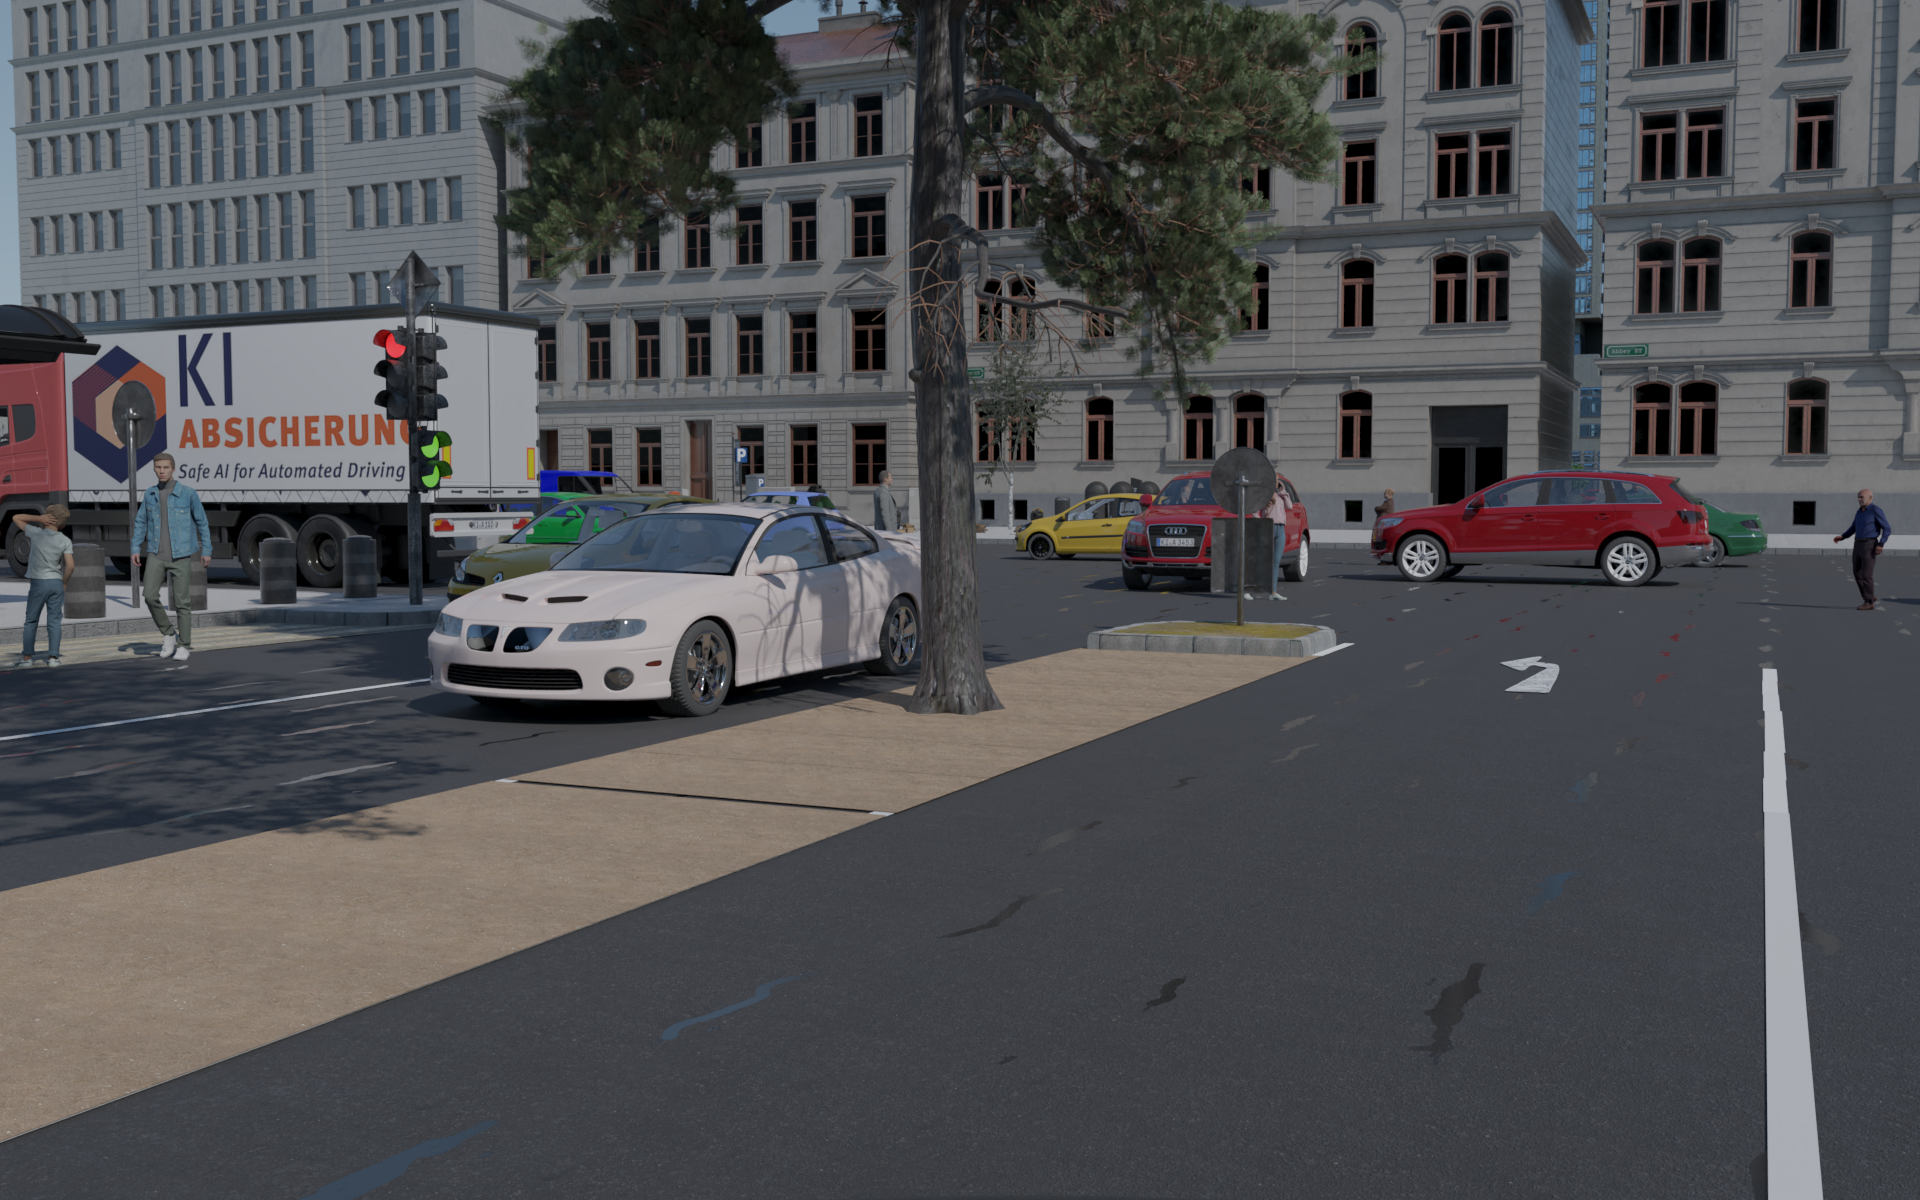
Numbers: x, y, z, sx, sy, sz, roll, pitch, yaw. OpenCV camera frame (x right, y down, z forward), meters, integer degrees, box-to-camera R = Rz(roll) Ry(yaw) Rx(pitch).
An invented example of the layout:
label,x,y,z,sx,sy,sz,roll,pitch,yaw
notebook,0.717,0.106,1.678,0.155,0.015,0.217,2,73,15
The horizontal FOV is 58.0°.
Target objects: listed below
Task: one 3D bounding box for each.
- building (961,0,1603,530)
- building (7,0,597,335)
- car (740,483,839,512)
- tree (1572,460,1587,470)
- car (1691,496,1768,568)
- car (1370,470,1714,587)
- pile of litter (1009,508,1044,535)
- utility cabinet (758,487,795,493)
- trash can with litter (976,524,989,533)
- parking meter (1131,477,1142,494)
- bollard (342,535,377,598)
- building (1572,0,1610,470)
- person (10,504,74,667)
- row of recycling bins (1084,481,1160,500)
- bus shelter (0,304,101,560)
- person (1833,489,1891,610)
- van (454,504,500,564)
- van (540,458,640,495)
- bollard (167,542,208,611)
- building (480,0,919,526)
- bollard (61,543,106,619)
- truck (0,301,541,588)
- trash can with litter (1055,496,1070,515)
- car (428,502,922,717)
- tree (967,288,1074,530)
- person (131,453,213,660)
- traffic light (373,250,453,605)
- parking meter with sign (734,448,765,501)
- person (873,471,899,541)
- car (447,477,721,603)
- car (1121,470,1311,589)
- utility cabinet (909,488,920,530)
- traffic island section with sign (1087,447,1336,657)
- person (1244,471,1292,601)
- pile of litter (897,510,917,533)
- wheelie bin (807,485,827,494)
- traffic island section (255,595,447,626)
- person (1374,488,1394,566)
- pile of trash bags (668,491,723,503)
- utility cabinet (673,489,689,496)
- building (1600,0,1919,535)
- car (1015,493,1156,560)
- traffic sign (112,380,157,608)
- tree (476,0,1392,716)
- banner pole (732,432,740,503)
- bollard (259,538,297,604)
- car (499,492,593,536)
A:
label,x,y,z,sx,sy,sz,roll,pitch,yaw
building,12.226,-17.200,68.609,23.554,28.519,14.401,2,4,25
building,-32.205,-18.911,86.686,29.804,29.767,11.434,2,4,25
car,-4.665,-1.994,42.188,3.694,1.707,1.945,1,4,23
tree,57.949,-11.031,164.075,4.285,4.588,4.351,0,3,0
car,13.633,-1.420,35.012,4.920,1.459,2.131,2,4,25
car,9.374,-1.193,28.174,5.304,1.827,2.281,2,4,27
pile of litter,2.225,-2.515,55.085,1.719,0.858,1.176,-3,4,-36
utility cabinet,-5.805,-2.822,54.818,1.173,1.500,0.318,2,4,25
trash can with litter,0.427,-2.815,57.411,1.055,1.170,0.624,1,4,20
parking meter,6.206,-3.371,60.820,0.399,1.863,0.255,1,4,23
bollard,-7.445,-0.414,21.482,0.404,0.777,0.398,0,3,0
building,69.323,-55.514,220.320,31.000,86.520,22.319,2,4,25
person,-7.619,-0.120,14.367,0.340,1.345,0.435,3,5,43
row of recycling bins,5.664,-2.967,55.628,3.534,1.692,1.069,2,4,24
bus shelter,-11.205,-1.374,16.396,2.014,3.302,5.546,2,4,25
person,11.160,-0.631,21.503,0.600,1.496,0.574,1,4,12
van,-10.223,-1.464,30.955,4.112,2.044,2.013,2,4,23
van,-10.184,-2.435,44.196,5.245,2.365,2.240,2,4,26
bollard,-8.535,-0.270,19.128,0.404,0.777,0.398,0,3,0
building,-8.840,-14.698,76.475,21.152,22.565,11.583,2,4,25
bollard,-9.082,-0.198,17.952,0.404,0.777,0.398,0,3,0
truck,-12.162,-2.429,28.621,11.283,4.237,2.839,2,4,26
trash can with litter,3.121,-2.904,58.533,2.233,1.210,1.678,1,4,22
car,-1.838,-0.030,12.857,2.083,1.381,4.827,2,4,25
tree,1.924,-6.860,62.524,4.360,8.622,3.978,0,3,0
person,-6.818,-0.376,14.986,0.601,1.785,0.444,0,4,-1
traffic light,-6.300,-1.900,19.981,0.839,4.253,0.868,2,4,25
parking meter with sign,-7.668,-4.191,64.782,1.738,3.016,0.543,3,5,44
person,-1.176,-1.193,28.104,0.767,1.812,0.694,-1,4,-15
car,-3.604,-0.477,18.016,2.015,1.641,3.980,1,4,23
car,4.116,-1.137,27.266,2.281,1.827,5.304,1,4,23
utility cabinet,-1.196,-3.190,60.837,1.173,1.500,0.318,0,4,-1
traffic island section with sign,2.488,-0.501,16.329,2.006,1.907,1.989,2,4,25
person,4.116,-0.877,23.426,0.593,1.750,0.643,-2,4,-35
pile of litter,-1.922,-2.660,57.461,1.176,0.858,1.719,2,4,35
wheelie bin,-4.978,-3.190,60.065,0.693,1.594,0.980,2,4,33
traffic island section,-6.332,0.131,20.131,2.009,0.180,2.903,2,4,25
person,8.495,-1.464,34.704,0.388,1.546,0.482,1,4,17
pile of trash bags,-8.855,-2.874,56.734,1.912,1.369,3.447,-2,4,-32
utility cabinet,-11.473,-3.833,71.344,0.318,1.500,1.173,-2,4,-27
building,33.924,-16.551,57.992,23.554,28.519,14.401,2,4,25
car,3.146,-1.675,37.616,3.980,1.641,2.015,2,4,25
traffic sign,-9.269,-1.181,19.411,0.768,2.556,0.104,2,4,30
tree,-0.128,-5.298,11.133,6.751,12.117,7.091,0,3,0
banner pole,-8.990,-4.861,69.500,0.401,3.779,0.863,-2,4,-32
bollard,-7.993,-0.342,20.301,0.404,0.777,0.398,0,3,0
car,-7.905,-1.623,35.331,4.718,1.807,1.959,2,4,26
